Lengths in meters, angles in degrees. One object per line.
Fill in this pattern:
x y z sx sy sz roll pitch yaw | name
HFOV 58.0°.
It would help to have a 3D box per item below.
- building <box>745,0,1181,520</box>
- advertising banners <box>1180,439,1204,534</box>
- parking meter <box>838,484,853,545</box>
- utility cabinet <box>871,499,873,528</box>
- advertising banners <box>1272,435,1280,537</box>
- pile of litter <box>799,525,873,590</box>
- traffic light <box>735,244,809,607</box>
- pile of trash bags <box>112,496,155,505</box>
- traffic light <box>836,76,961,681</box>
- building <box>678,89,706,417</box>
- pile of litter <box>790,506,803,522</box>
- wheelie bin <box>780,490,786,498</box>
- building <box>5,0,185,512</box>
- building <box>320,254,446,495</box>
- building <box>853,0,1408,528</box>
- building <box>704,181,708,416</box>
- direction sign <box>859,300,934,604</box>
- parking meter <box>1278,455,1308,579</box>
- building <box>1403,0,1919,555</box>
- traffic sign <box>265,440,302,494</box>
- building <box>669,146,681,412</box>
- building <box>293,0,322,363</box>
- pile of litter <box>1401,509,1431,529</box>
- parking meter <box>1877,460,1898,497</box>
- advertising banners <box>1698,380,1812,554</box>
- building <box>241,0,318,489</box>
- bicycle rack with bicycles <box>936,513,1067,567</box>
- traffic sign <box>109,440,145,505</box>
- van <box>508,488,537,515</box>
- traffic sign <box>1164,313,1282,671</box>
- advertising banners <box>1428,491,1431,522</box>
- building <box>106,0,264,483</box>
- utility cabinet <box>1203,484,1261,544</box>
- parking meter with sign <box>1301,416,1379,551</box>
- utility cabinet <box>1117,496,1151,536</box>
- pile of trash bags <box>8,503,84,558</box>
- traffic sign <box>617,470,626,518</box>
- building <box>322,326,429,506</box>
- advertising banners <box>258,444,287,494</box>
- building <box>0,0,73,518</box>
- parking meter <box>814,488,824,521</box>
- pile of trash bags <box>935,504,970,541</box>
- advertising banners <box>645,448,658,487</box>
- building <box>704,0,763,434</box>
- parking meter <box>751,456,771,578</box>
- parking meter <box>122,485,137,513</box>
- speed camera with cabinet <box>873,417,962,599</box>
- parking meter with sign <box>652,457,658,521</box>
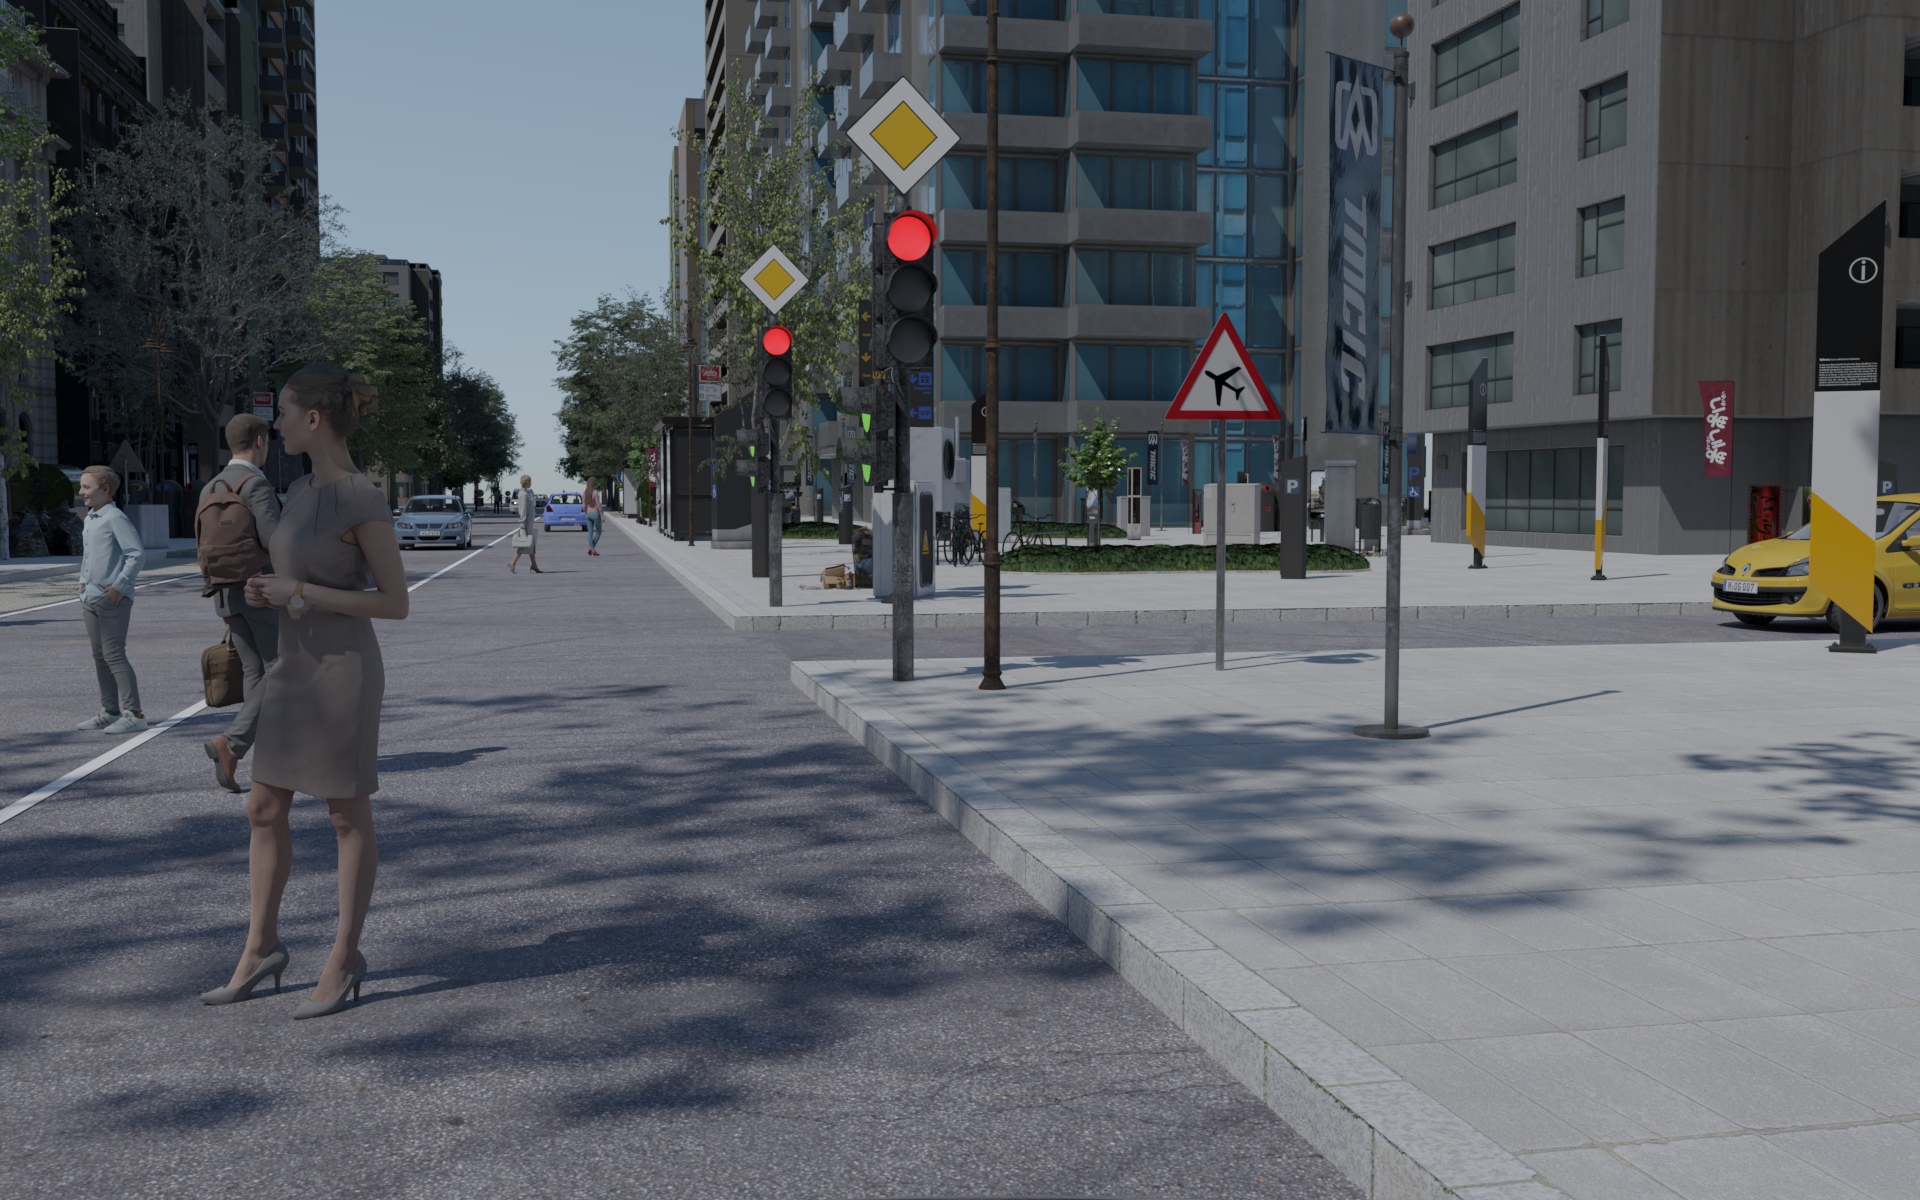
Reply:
-2.122 -30.210 113.539 23.786 49.044 30.456 -1 4 -12 | building
7.655 -3.643 55.748 0.090 3.025 2.074 3 5 42 | advertising banners
-2.904 -2.179 44.045 0.372 1.533 0.369 0 3 0 | parking meter
-1.257 -1.008 27.647 0.306 1.237 1.020 0 4 -5 | utility cabinet
9.779 -3.408 51.901 0.090 3.025 2.074 2 4 35 | advertising banners
-1.414 -0.599 23.753 1.719 0.858 1.176 -1 4 -13 | pile of litter
-2.117 -1.877 19.616 0.839 4.253 0.868 -1 4 -12 | traffic light
-21.611 -2.118 44.387 1.912 1.369 3.447 -1 4 -15 | pile of trash bags
-0.410 -1.400 11.814 0.839 4.253 0.868 -1 4 -12 | traffic light
-23.917 -33.240 193.584 14.600 45.320 14.200 -1 4 -12 | building
-5.852 -2.972 62.555 1.719 0.858 1.176 -1 4 -23 | pile of litter
-8.345 -4.397 79.803 0.693 1.594 0.980 -1 4 -11 | wheelie bin
-40.527 -14.775 71.252 12.332 23.373 15.834 -1 4 -12 | building
-71.260 -26.982 212.851 14.160 30.474 14.107 -1 4 -12 | building
5.687 -28.026 77.841 23.786 49.044 30.456 -1 4 -12 | building
-16.002 -23.504 155.989 14.160 30.474 14.107 -1 4 -12 | building
-0.743 -1.731 20.300 0.876 3.537 0.379 0 4 -5 | direction sign
5.022 -1.250 26.143 0.399 1.863 0.255 1 4 22 | parking meter
19.789 -16.394 39.737 14.107 30.474 14.160 -1 4 -12 | building
-25.925 -4.361 65.169 2.265 3.308 0.079 0 4 -6 | traffic sign
-27.296 -32.041 207.469 14.154 41.232 14.086 -1 4 -12 | building
-60.246 -42.771 137.551 20.563 71.187 20.611 -1 4 -12 | building
15.852 -2.835 60.313 1.176 0.858 1.719 -2 4 -34 | pile of litter
15.531 -1.435 29.181 0.399 1.863 0.255 0 4 -8 | parking meter
12.419 -1.861 26.622 2.074 3.025 0.090 1 4 15 | advertising banners
-55.162 -28.108 114.190 22.147 44.769 28.867 -1 4 -12 | building
0.587 -1.101 31.391 2.852 0.926 2.925 2 4 27 | bicycle rack with bicycles
-20.010 -2.542 41.562 0.884 2.594 0.081 0 4 -7 | traffic sign
-30.787 -7.031 121.970 2.013 2.044 4.112 -1 4 -12 | van
1.889 -0.765 12.517 0.884 2.594 0.081 -1 4 -11 | traffic sign
21.797 -5.097 79.516 2.074 3.025 0.090 1 4 21 | advertising banners
-46.846 -19.742 94.486 14.160 30.474 14.107 -1 4 -12 | building
5.726 -1.703 36.518 1.173 1.500 0.318 2 4 35 | utility cabinet
8.580 -2.614 38.997 1.738 3.016 0.543 0 4 7 | parking meter with sign
5.265 -2.530 52.534 1.020 1.237 0.306 -2 4 -25 | utility cabinet
-19.807 -1.631 36.412 3.447 1.369 1.912 3 5 40 | pile of trash bags
-17.688 -5.581 91.358 0.768 2.556 0.104 0 4 -3 | traffic sign
-74.048 -21.102 190.052 27.650 21.520 28.899 -1 4 -12 | building
-25.613 -4.176 64.465 2.074 3.025 0.090 0 4 4 | advertising banners
-36.971 -12.838 51.696 13.314 21.916 24.055 -1 4 -12 | building
-5.517 -3.623 67.648 0.372 1.533 0.369 0 3 0 | parking meter
0.210 -2.324 47.743 1.912 1.369 3.447 -1 4 -19 | pile of trash bags
-11.051 -4.274 66.063 2.074 3.025 0.090 1 4 17 | advertising banners
-8.825 -31.497 138.684 21.300 48.544 21.600 -1 4 -12 | building
-3.032 -1.281 26.660 0.255 1.863 0.399 1 4 14 | parking meter
-22.850 -2.403 47.693 0.372 1.533 0.369 0 3 0 | parking meter
-0.562 -1.696 22.059 0.660 3.252 2.038 1 4 13 | speed camera with cabinet
-14.165 -5.343 83.617 1.738 3.016 0.543 -3 5 -39 | parking meter with sign
